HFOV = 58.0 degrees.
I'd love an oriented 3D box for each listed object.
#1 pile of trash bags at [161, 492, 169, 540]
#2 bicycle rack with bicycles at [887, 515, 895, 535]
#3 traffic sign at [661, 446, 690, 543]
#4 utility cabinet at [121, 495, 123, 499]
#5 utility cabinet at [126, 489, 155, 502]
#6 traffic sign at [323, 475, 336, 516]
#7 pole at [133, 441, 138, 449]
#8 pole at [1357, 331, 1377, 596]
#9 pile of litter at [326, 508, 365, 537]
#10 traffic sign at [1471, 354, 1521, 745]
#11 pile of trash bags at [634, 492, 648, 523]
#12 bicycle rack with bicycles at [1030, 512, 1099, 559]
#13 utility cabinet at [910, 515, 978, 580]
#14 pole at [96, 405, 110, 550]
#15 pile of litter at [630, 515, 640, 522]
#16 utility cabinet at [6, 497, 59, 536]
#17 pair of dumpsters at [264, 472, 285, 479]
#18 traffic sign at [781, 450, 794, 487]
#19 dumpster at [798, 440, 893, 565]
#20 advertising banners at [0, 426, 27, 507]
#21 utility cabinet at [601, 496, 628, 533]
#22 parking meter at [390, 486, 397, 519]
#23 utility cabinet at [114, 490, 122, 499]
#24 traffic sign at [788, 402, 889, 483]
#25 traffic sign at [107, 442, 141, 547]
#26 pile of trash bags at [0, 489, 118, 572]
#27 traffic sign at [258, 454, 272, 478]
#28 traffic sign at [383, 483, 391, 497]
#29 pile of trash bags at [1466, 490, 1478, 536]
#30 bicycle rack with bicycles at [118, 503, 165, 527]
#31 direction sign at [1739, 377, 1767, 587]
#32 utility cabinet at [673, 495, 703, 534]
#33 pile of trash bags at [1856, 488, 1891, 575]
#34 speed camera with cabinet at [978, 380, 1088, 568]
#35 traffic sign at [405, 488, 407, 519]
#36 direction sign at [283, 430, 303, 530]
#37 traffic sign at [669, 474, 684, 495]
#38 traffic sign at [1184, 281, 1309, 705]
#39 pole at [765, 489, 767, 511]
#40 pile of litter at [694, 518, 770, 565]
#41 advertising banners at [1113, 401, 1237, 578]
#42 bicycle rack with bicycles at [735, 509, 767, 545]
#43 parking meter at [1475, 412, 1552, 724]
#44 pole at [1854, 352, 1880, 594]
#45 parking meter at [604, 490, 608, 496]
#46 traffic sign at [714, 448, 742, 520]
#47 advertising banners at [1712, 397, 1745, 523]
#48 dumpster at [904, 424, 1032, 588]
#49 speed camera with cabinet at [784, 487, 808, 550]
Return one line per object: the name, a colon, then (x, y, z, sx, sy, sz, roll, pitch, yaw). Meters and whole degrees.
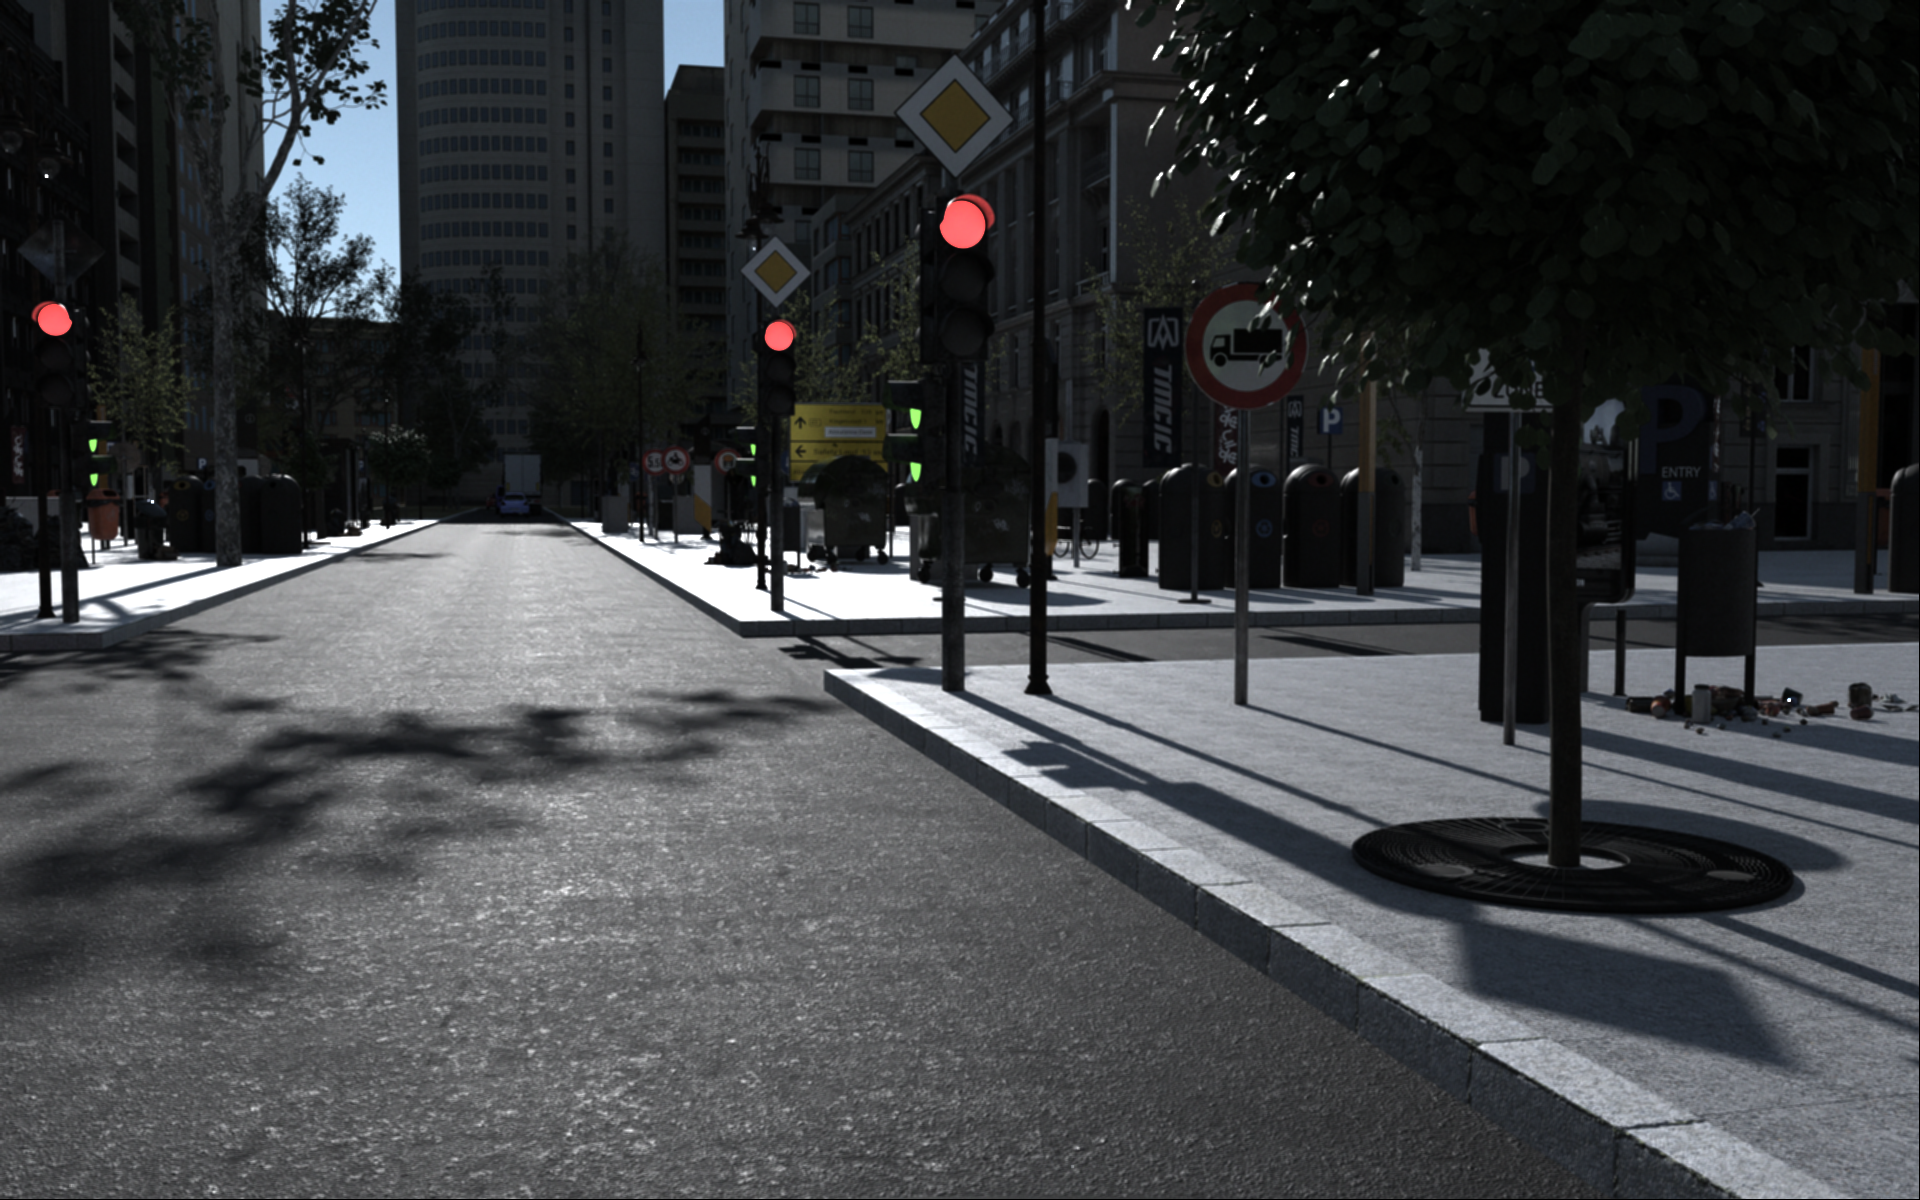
pile of trash bags: (-21.333, -2.369, 48.487, 1.912, 1.369, 3.447, -3, 4, -39)
bicycle rack with bicycles: (-3.211, -2.526, 54.677, 2.852, 0.926, 2.925, -1, 4, -11)
traffic sign: (-7.475, -2.780, 45.563, 0.768, 2.556, 0.104, -1, 4, -8)
utility cabinet: (-39.355, -4.363, 82.497, 1.020, 1.237, 0.306, -1, 4, -16)
utility cabinet: (-36.208, -4.150, 76.524, 1.173, 1.500, 0.318, -1, 4, -20)
traffic sign: (-22.713, -3.777, 61.764, 0.884, 2.594, 0.081, -1, 4, -11)
pole: (-31.423, -4.419, 66.096, 0.158, 3.312, 0.155, 0, 3, 0)
pole: (5.135, -1.713, 21.851, 0.158, 3.312, 0.155, 0, 3, 0)
pile of litter: (-18.581, -2.352, 52.422, 1.176, 0.858, 1.719, 1, 4, 22)
traffic sign: (2.812, -0.408, 8.801, 0.606, 2.300, 0.079, -1, 4, -11)
pile of trash bags: (-13.146, -4.058, 76.099, 3.447, 1.369, 1.912, 3, 5, 41)
bicycle rack with bicycles: (1.102, -1.313, 34.842, 2.852, 0.926, 2.925, -2, 4, -26)
utility cabinet: (-0.243, -0.907, 25.986, 1.020, 1.237, 0.306, 0, 4, -2)
pole: (-19.678, -2.810, 39.780, 0.158, 3.312, 0.155, 0, 3, 0)
pile of litter: (-15.420, -4.010, 79.536, 1.719, 0.858, 1.176, -1, 4, -17)
utility cabinet: (-19.520, -1.551, 36.517, 1.020, 1.237, 0.306, -2, 4, -30)
pair of dumpsters: (-26.838, -4.052, 68.751, 1.574, 2.255, 4.437, -1, 4, -14)
traffic sign: (-4.681, -2.964, 48.568, 0.768, 2.556, 0.104, 0, 4, -7)
dumpster: (-2.116, -1.808, 32.062, 1.502, 2.255, 1.985, -1, 4, -14)
advertising banners: (-24.507, -2.925, 44.006, 0.090, 3.025, 2.074, 1, 4, 18)
utility cabinet: (-11.544, -2.861, 57.945, 0.306, 1.237, 1.020, 2, 4, 30)
parking meter: (-29.185, -5.115, 89.348, 0.255, 1.863, 0.399, 0, 4, 7)
utility cabinet: (-41.559, -4.723, 85.899, 1.173, 1.500, 0.318, 3, 4, 38)
traffic sign: (-2.682, -2.729, 38.492, 2.265, 3.308, 0.079, -1, 4, -11)
traffic sign: (-20.343, -2.572, 42.166, 0.768, 2.556, 0.104, -1, 4, -12)
pile of trash bags: (-16.015, -1.245, 30.115, 1.912, 1.369, 3.447, 1, 4, 19)
traffic sign: (-22.304, -3.366, 55.137, 0.768, 2.556, 0.104, -1, 4, -13)
traffic sign: (-27.767, -5.029, 84.357, 0.606, 2.300, 0.079, -1, 4, -10)
pile of trash bags: (11.502, -1.546, 35.034, 3.447, 1.369, 1.912, -2, 4, -35)
bicycle rack with bicycles: (-32.337, -3.333, 67.876, 2.852, 0.926, 2.925, 0, 4, 7)
direction sign: (10.984, -1.959, 24.022, 0.379, 3.537, 0.876, 3, 5, 45)
utility cabinet: (-8.781, -2.753, 56.173, 1.020, 1.237, 0.306, 0, 4, 2)
pile of trash bags: (15.892, -1.056, 27.010, 3.447, 1.369, 1.912, 2, 4, 31)
speed camera with cabinet: (1.189, -2.199, 30.296, 2.038, 3.252, 0.660, 1, 4, 20)
traffic sign: (-28.416, -5.429, 88.768, 0.884, 2.594, 0.081, 0, 4, -7)
direction sign: (-23.338, -4.218, 60.962, 0.876, 3.537, 0.379, -1, 4, -14)
traffic sign: (-14.712, -5.496, 89.965, 0.768, 2.556, 0.104, 0, 4, -5)
traffic sign: (1.715, -0.636, 10.498, 0.768, 2.556, 0.104, 0, 4, -6)
pole: (-6.645, -3.978, 58.886, 0.158, 3.312, 0.155, 0, 3, 0)
pile of litter: (-4.067, -1.078, 31.588, 1.176, 0.858, 1.719, -3, 5, -43)
advertising banners: (3.396, -1.861, 26.622, 2.074, 3.025, 0.090, 0, 4, -5)
bicycle rack with bicycles: (-4.459, -1.843, 43.508, 2.852, 0.926, 2.925, 0, 4, 5)
parking meter: (3.129, -0.248, 9.771, 0.399, 1.863, 0.255, 2, 4, 29)
pole: (11.635, -1.734, 22.199, 0.158, 3.312, 0.155, 0, 3, 0)
parking meter: (-18.361, -5.004, 90.224, 0.372, 1.533, 0.369, 0, 3, 0)
traffic sign: (-6.423, -2.933, 48.067, 0.768, 2.556, 0.104, -1, 4, -9)
advertising banners: (9.910, -1.602, 22.384, 0.090, 3.025, 2.074, 2, 4, 34)
dumpster: (0.156, -1.330, 24.235, 1.502, 2.255, 1.985, -1, 4, -14)
speed camera with cabinet: (-3.463, -2.839, 40.747, 0.660, 3.252, 2.038, 1, 4, 20)
